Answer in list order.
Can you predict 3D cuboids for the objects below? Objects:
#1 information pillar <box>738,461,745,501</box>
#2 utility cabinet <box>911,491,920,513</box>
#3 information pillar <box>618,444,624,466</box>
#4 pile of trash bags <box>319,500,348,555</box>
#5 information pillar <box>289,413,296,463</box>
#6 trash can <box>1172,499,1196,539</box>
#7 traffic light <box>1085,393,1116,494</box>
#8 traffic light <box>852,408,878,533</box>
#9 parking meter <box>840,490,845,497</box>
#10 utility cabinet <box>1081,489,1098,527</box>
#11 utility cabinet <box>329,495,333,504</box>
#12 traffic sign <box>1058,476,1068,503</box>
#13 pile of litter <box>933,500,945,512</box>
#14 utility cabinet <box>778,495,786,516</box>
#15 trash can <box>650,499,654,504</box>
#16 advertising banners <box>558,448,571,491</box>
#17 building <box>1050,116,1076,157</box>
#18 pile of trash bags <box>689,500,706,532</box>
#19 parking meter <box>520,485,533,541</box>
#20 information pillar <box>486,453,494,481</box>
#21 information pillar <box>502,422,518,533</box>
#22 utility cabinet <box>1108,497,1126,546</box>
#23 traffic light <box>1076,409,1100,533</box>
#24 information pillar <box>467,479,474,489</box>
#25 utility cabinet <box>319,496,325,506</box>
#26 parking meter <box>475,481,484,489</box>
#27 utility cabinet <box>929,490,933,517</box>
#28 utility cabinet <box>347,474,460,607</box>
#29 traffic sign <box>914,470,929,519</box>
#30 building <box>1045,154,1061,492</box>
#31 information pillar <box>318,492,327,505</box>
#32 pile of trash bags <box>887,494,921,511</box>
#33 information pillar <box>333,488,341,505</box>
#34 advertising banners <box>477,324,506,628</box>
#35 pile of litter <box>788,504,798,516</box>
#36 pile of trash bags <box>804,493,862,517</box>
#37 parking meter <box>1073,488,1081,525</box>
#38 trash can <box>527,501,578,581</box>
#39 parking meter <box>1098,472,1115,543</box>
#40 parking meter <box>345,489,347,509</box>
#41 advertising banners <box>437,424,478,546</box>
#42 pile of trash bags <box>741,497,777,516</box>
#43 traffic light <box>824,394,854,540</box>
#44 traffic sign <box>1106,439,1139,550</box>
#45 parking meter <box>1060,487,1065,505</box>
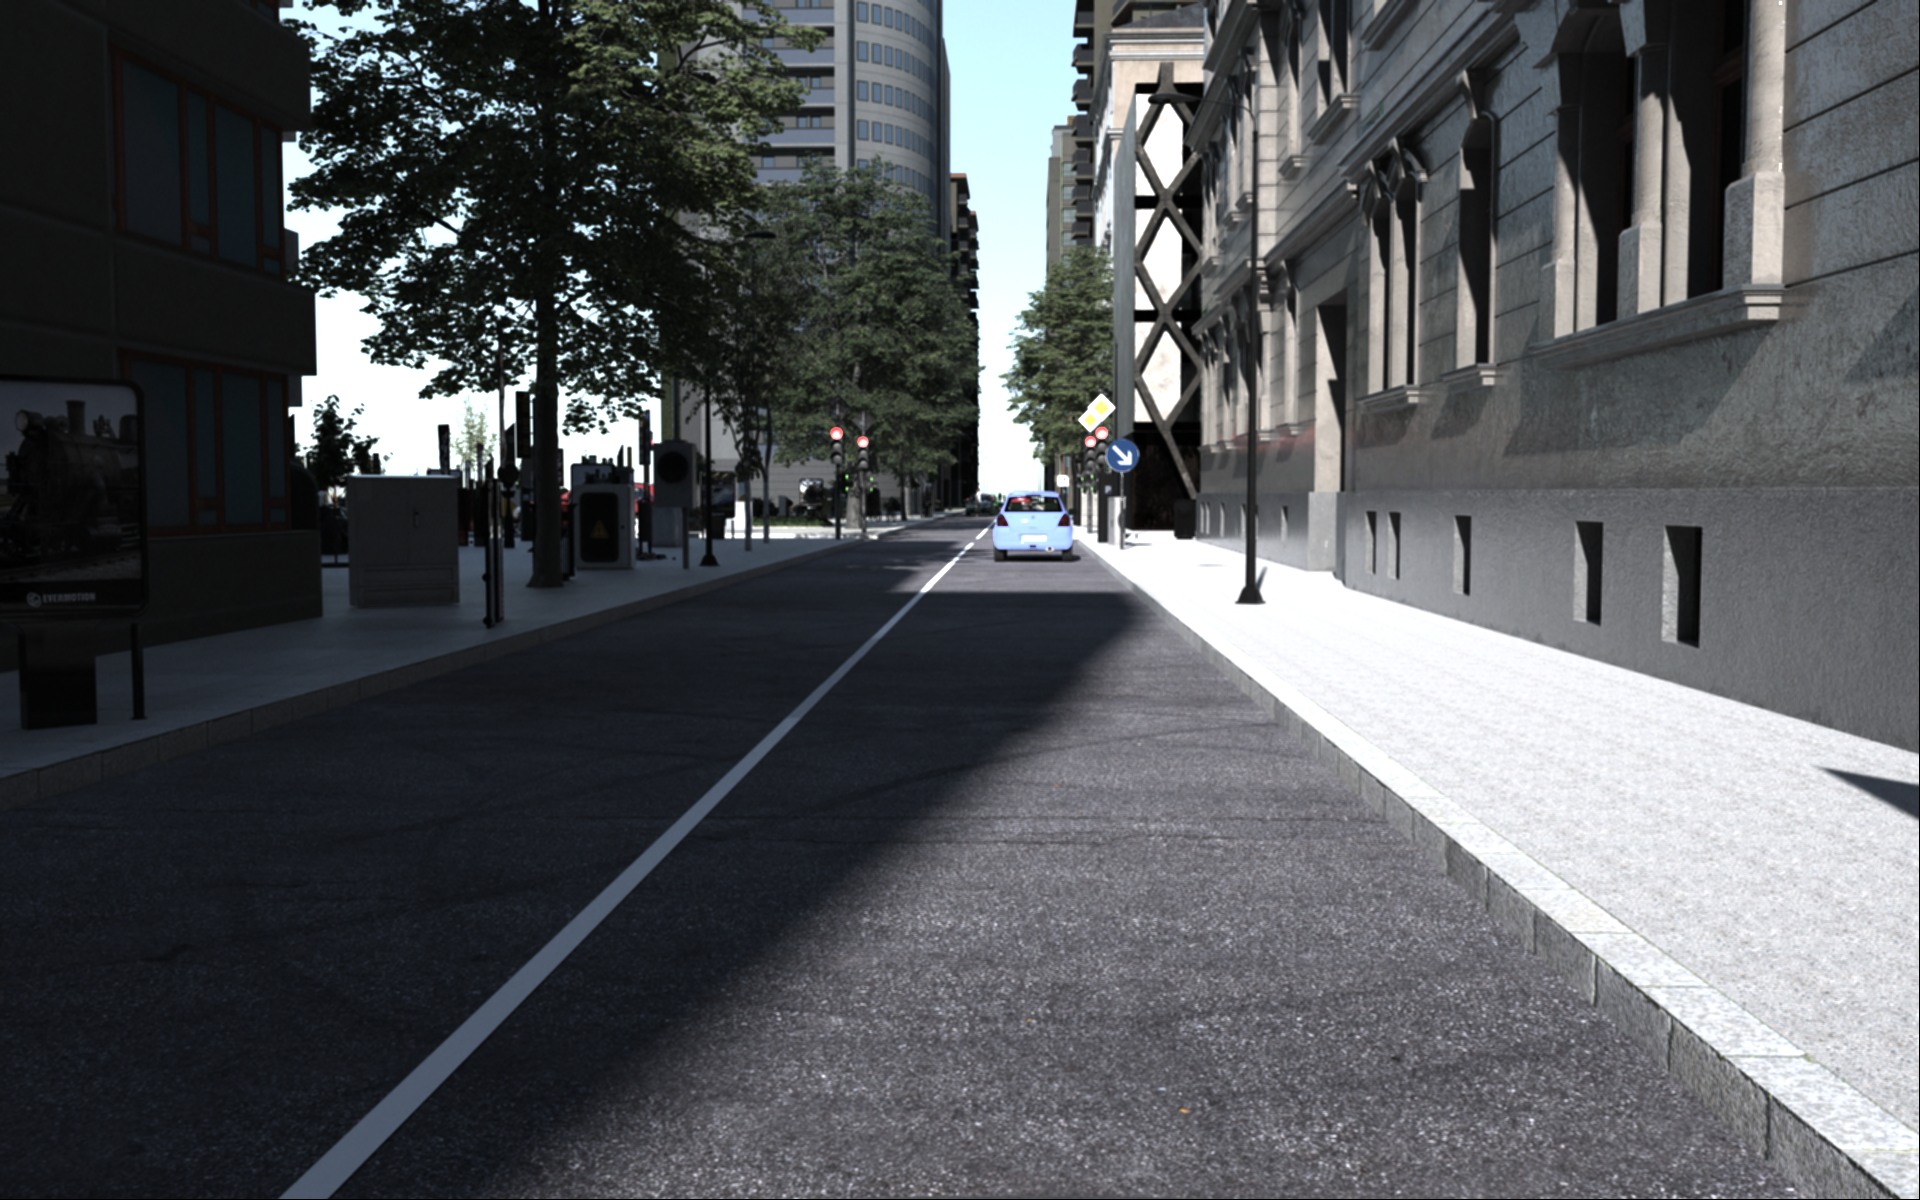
[{"bbox_3d":[-15.555,-8.059,123.114,0.504,3.616,0.183,-1,4,-17],"label":"information pillar"},{"bbox_3d":[-3.206,-6.416,113.579,1.173,1.500,0.318,1,4,15],"label":"utility cabinet"},{"bbox_3d":[-15.829,-5.480,80.952,0.183,3.616,0.504,1,4,11],"label":"information pillar"},{"bbox_3d":[-13.971,-1.658,36.865,1.912,1.369,3.447,3,5,40],"label":"pile of trash bags"},{"bbox_3d":[-19.507,-3.605,50.292,0.504,3.616,0.183,0,4,5],"label":"information pillar"},{"bbox_3d":[6.384,-2.294,49.165,0.748,1.137,0.748,0,3,0],"label":"trash can"},{"bbox_3d":[3.935,-3.646,48.528,0.839,4.253,0.868,0,4,2],"label":"traffic light"},{"bbox_3d":[-3.134,-4.149,56.757,0.839,4.253,0.868,0,4,2],"label":"traffic light"},{"bbox_3d":[-6.331,-5.153,92.667,0.372,1.533,0.369,0,3,0],"label":"parking meter"},{"bbox_3d":[5.236,-3.556,66.827,1.173,1.500,0.318,3,4,37],"label":"utility cabinet"},{"bbox_3d":[-47.306,-7.300,130.521,1.020,1.237,0.306,2,4,25],"label":"utility cabinet"},{"bbox_3d":[5.685,-5.710,95.490,0.606,2.300,0.079,0,4,8],"label":"traffic sign"},{"bbox_3d":[-1.836,-6.903,126.830,1.719,0.858,1.176,-2,4,-24],"label":"pile of litter"},{"bbox_3d":[-8.706,-4.512,84.927,0.306,1.237,1.020,0,4,-1],"label":"utility cabinet"},{"bbox_3d":[-8.629,-2.322,49.615,0.748,1.137,0.748,0,3,0],"label":"trash can"},{"bbox_3d":[-14.666,-4.285,66.250,2.074,3.025,0.090,-3,4,-37],"label":"advertising banners"},{"bbox_3d":[24.904,-44.876,275.715,21.231,58.520,28.212,0,4,2],"label":"building"},{"bbox_3d":[-10.516,-3.315,63.956,3.447,1.369,1.912,3,4,37],"label":"pile of trash bags"},{"bbox_3d":[-11.829,-2.381,47.345,0.372,1.533,0.369,0,3,0],"label":"parking meter"},{"bbox_3d":[-26.433,-6.516,97.894,0.183,3.616,0.504,0,4,1],"label":"information pillar"},{"bbox_3d":[-14.692,-3.981,56.438,0.504,3.616,0.183,-3,5,-44],"label":"information pillar"},{"bbox_3d":[3.916,-1.972,43.411,0.306,1.237,1.020,0,4,-4],"label":"utility cabinet"},{"bbox_3d":[4.223,-4.134,56.508,0.839,4.253,0.868,0,4,2],"label":"traffic light"},{"bbox_3d":[-23.452,-4.805,83.057,0.304,2.012,0.304,-1,4,-22],"label":"information pillar"},{"bbox_3d":[-27.934,-3.929,75.408,0.306,1.237,1.020,-3,4,-36],"label":"utility cabinet"},{"bbox_3d":[-21.574,-4.416,77.911,0.399,1.863,0.255,1,4,17],"label":"parking meter"},{"bbox_3d":[-1.740,-5.347,96.106,0.318,1.500,1.173,1,4,10],"label":"utility cabinet"},{"bbox_3d":[-6.351,-0.680,19.794,1.173,1.500,0.318,-3,4,-38],"label":"utility cabinet"},{"bbox_3d":[-2.028,-5.548,90.815,0.768,2.556,0.104,0,4,5],"label":"traffic sign"},{"bbox_3d":[22.518,-37.480,236.498,21.300,48.544,21.600,0,4,2],"label":"building"},{"bbox_3d":[-34.290,-6.218,93.025,0.504,3.616,0.183,-1,4,-9],"label":"information pillar"},{"bbox_3d":[-3.911,-7.310,129.272,3.447,1.369,1.912,2,4,30],"label":"pile of trash bags"},{"bbox_3d":[-36.602,-6.750,101.710,0.183,3.616,0.504,3,4,39],"label":"information pillar"},{"bbox_3d":[-4.654,-1.296,17.372,0.090,3.025,2.074,-1,4,-9],"label":"advertising banners"},{"bbox_3d":[-7.667,-3.854,76.972,1.176,0.858,1.719,1,4,10],"label":"pile of litter"},{"bbox_3d":[-7.170,-5.398,98.007,3.447,1.369,1.912,0,4,4],"label":"pile of trash bags"},{"bbox_3d":[4.824,-3.829,71.016,0.372,1.533,0.369,0,3,0],"label":"parking meter"},{"bbox_3d":[-6.031,-0.858,25.687,0.748,1.137,0.748,0,3,0],"label":"trash can"},{"bbox_3d":[3.860,-2.448,45.742,0.399,1.863,0.255,-2,4,-24],"label":"parking meter"},{"bbox_3d":[-47.103,-7.801,133.250,0.255,1.863,0.399,3,5,44],"label":"parking meter"},{"bbox_3d":[-12.296,-2.849,42.763,2.074,3.025,0.090,3,5,41],"label":"advertising banners"},{"bbox_3d":[-12.478,-5.576,100.919,3.447,1.369,1.912,-2,4,-33],"label":"pile of trash bags"},{"bbox_3d":[-3.422,-3.661,48.777,0.839,4.253,0.868,0,4,2],"label":"traffic light"},{"bbox_3d":[3.747,-2.440,40.001,0.768,2.556,0.104,1,4,8],"label":"traffic sign"},{"bbox_3d":[6.782,-6.601,113.629,0.399,1.863,0.255,-2,4,-31],"label":"parking meter"}]
